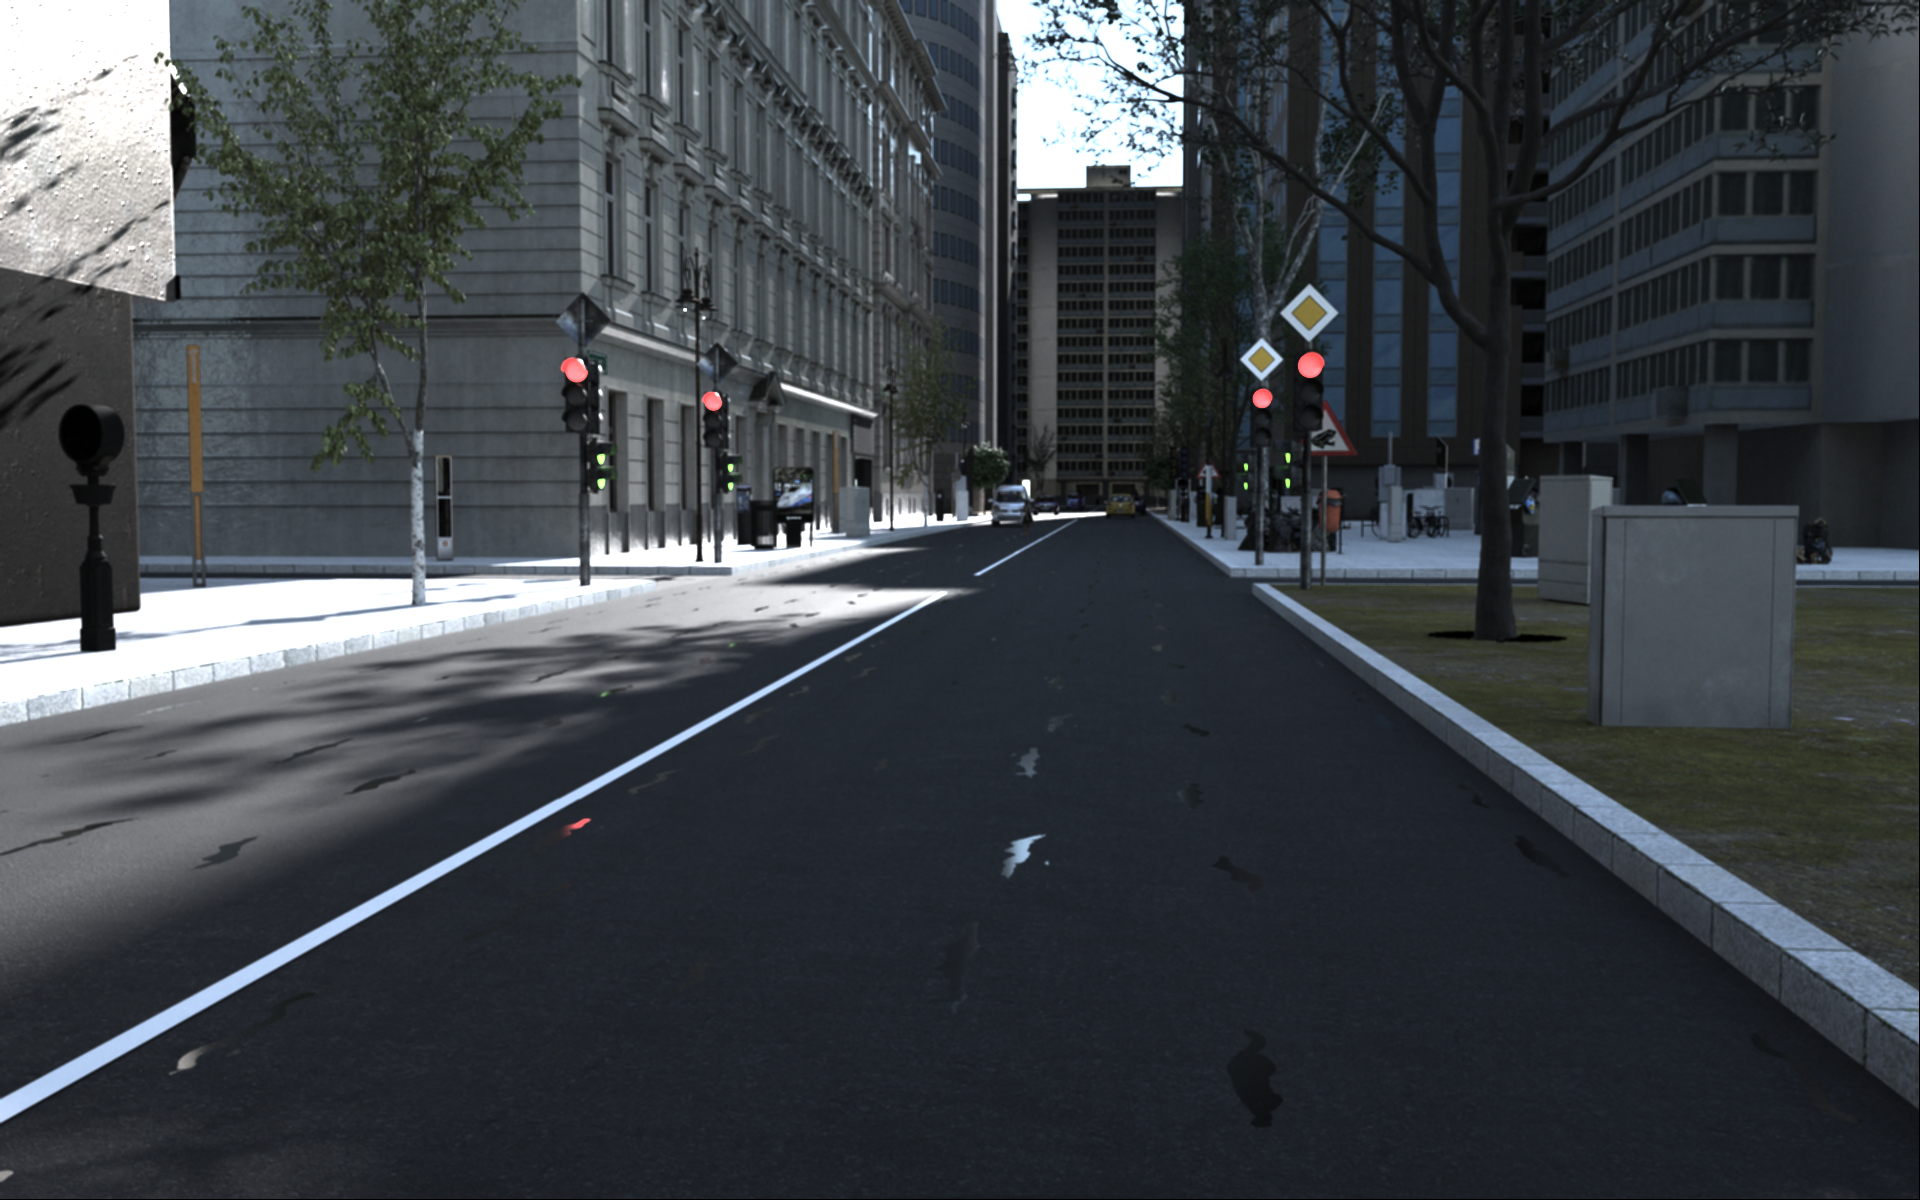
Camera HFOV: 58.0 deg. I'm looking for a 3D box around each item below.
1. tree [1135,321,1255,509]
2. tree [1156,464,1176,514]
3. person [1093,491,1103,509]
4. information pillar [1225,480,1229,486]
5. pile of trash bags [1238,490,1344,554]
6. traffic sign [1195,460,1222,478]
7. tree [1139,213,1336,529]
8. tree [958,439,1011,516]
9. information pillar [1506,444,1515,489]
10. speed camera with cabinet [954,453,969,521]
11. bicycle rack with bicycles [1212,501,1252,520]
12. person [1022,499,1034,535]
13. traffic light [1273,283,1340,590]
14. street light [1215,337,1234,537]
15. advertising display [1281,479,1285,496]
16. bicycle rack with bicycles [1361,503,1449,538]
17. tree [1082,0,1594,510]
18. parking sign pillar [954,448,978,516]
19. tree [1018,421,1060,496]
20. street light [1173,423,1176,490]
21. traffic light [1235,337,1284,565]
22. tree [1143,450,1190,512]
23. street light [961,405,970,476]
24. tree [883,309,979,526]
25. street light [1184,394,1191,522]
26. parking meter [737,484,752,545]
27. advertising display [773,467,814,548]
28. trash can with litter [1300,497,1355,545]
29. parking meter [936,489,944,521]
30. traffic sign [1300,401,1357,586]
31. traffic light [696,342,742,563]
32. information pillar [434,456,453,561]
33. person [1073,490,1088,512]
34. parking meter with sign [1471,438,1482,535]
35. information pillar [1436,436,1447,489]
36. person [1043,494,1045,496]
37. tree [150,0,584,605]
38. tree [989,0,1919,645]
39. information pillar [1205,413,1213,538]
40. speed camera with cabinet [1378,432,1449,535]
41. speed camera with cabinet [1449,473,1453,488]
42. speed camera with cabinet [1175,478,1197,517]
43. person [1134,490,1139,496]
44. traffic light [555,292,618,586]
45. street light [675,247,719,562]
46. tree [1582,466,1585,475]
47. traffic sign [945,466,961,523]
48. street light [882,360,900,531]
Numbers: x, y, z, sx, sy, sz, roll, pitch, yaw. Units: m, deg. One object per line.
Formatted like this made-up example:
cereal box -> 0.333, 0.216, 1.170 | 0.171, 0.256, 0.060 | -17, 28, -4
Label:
tree -> 10.533, -7.555, 73.884 | 4.737, 8.622, 4.395 | 0, 3, 0
tree -> 13.337, -7.024, 109.444 | 1.663, 3.219, 1.824 | 0, 3, 0
person -> 13.074, -9.472, 164.151 | 1.217, 1.735, 0.721 | -2, 4, -35
information pillar -> 13.908, -5.246, 90.271 | 0.304, 2.012, 0.304 | 2, 4, 33
pile of trash bags -> 7.572, -1.750, 38.371 | 1.912, 1.369, 3.447 | -1, 4, -14
traffic sign -> 8.380, -3.573, 58.421 | 0.884, 2.594, 0.081 | 1, 4, 13
tree -> 10.200, -8.464, 64.134 | 9.928, 11.665, 9.643 | 0, 3, 0
tree -> 1.414, -7.357, 104.002 | 4.285, 4.588, 4.351 | 0, 3, 0
information pillar -> 25.185, -5.389, 79.469 | 0.504, 3.616, 0.183 | -1, 4, -15
speed camera with cabinet -> 0.069, -5.390, 82.466 | 0.660, 3.252, 2.038 | 0, 4, -4
bicycle rack with bicycles -> 13.832, -4.426, 85.743 | 2.852, 0.926, 2.925 | -1, 4, -11
person -> 2.399, -2.918, 60.872 | 0.373, 1.253, 0.362 | 2, 4, 30
traffic light -> 4.638, -2.098, 23.222 | 0.839, 4.253, 0.868 | 0, 4, 5
street light -> 7.789, -4.787, 51.057 | 0.468, 5.910, 1.993 | 0, 4, 5
advertising display -> 13.414, -4.082, 71.952 | 0.123, 1.923, 0.974 | 1, 4, 9
bicycle rack with bicycles -> 13.513, -2.348, 51.772 | 2.925, 0.926, 2.852 | -2, 4, -35
tree -> 8.419, -11.291, 40.491 | 12.611, 20.169, 13.585 | 0, 3, 0
parking sign pillar -> 0.346, -6.821, 99.989 | 1.447, 3.967, 1.447 | 1, 4, 19
tree -> 8.043, -13.727, 174.804 | 4.360, 8.622, 3.978 | 0, 3, 0
street light -> 12.985, -8.091, 105.077 | 0.468, 5.910, 1.993 | 0, 4, 5
traffic light -> 5.388, -2.584, 31.172 | 0.839, 4.253, 0.868 | 0, 4, 5
tree -> 14.973, -8.694, 125.867 | 4.285, 4.588, 4.351 | 0, 3, 0
street light -> 0.223, -6.998, 87.208 | 0.468, 5.910, 1.993 | 0, 4, 5
tree -> -1.347, -7.296, 69.652 | 4.737, 8.622, 4.395 | 0, 3, 0
street light -> 10.291, -6.438, 78.043 | 0.468, 5.910, 1.993 | 0, 4, 5
parking meter -> -5.461, -2.169, 43.880 | 0.372, 1.533, 0.369 | 0, 3, 0
advertising display -> -3.983, -2.215, 41.426 | 0.974, 1.923, 0.123 | -1, 4, -14
trash can with litter -> 8.916, -2.061, 44.757 | 1.678, 1.210, 2.233 | -1, 4, -9
parking meter -> -0.949, -4.503, 82.031 | 0.372, 1.533, 0.369 | 0, 3, 0
traffic sign -> 5.080, -1.478, 24.169 | 0.884, 2.594, 0.081 | 0, 4, 8
traffic light -> -4.481, -2.640, 32.084 | 0.839, 4.253, 0.868 | 0, 4, 5
information pillar -> -9.905, -1.757, 33.226 | 0.304, 2.012, 0.304 | -1, 4, -22
person -> 9.434, -7.743, 135.774 | 1.217, 1.739, 0.721 | 1, 4, 17
parking meter with sign -> 16.583, -3.579, 54.775 | 0.543, 3.016, 1.738 | 2, 4, 26
information pillar -> 19.425, -4.805, 69.922 | 0.183, 3.616, 0.504 | -3, 4, -37
person -> 6.483, -7.583, 135.711 | 0.599, 1.433, 0.991 | 2, 4, 29
tree -> -6.524, -4.251, 19.866 | 4.737, 8.622, 4.395 | 0, 3, 0
tree -> 4.586, -6.395, 14.929 | 12.009, 13.543, 11.850 | 0, 3, 0
information pillar -> 7.207, -3.595, 50.137 | 0.183, 3.616, 0.504 | 1, 4, 18
speed camera with cabinet -> 14.328, -3.704, 54.896 | 2.038, 3.252, 0.660 | 1, 4, 16
speed camera with cabinet -> 19.050, -4.671, 70.714 | 2.038, 3.252, 0.660 | 0, 4, -2
speed camera with cabinet -> 13.252, -6.393, 98.857 | 0.660, 3.252, 2.038 | -3, 5, -42
person -> 14.928, -8.476, 147.089 | 0.705, 1.822, 1.348 | -2, 4, -24
traffic light -> -5.231, -2.154, 24.134 | 0.839, 4.253, 0.868 | 0, 4, 5
street light -> -4.926, -3.657, 32.584 | 0.468, 5.910, 1.993 | 0, 4, 5
tree -> 36.241, -6.602, 102.549 | 1.663, 3.219, 1.824 | 0, 3, 0
traffic sign -> -0.317, -4.769, 78.071 | 0.768, 2.556, 0.104 | 1, 4, 14
street light -> -2.371, -5.330, 59.928 | 0.468, 5.910, 1.993 | 0, 4, 5
